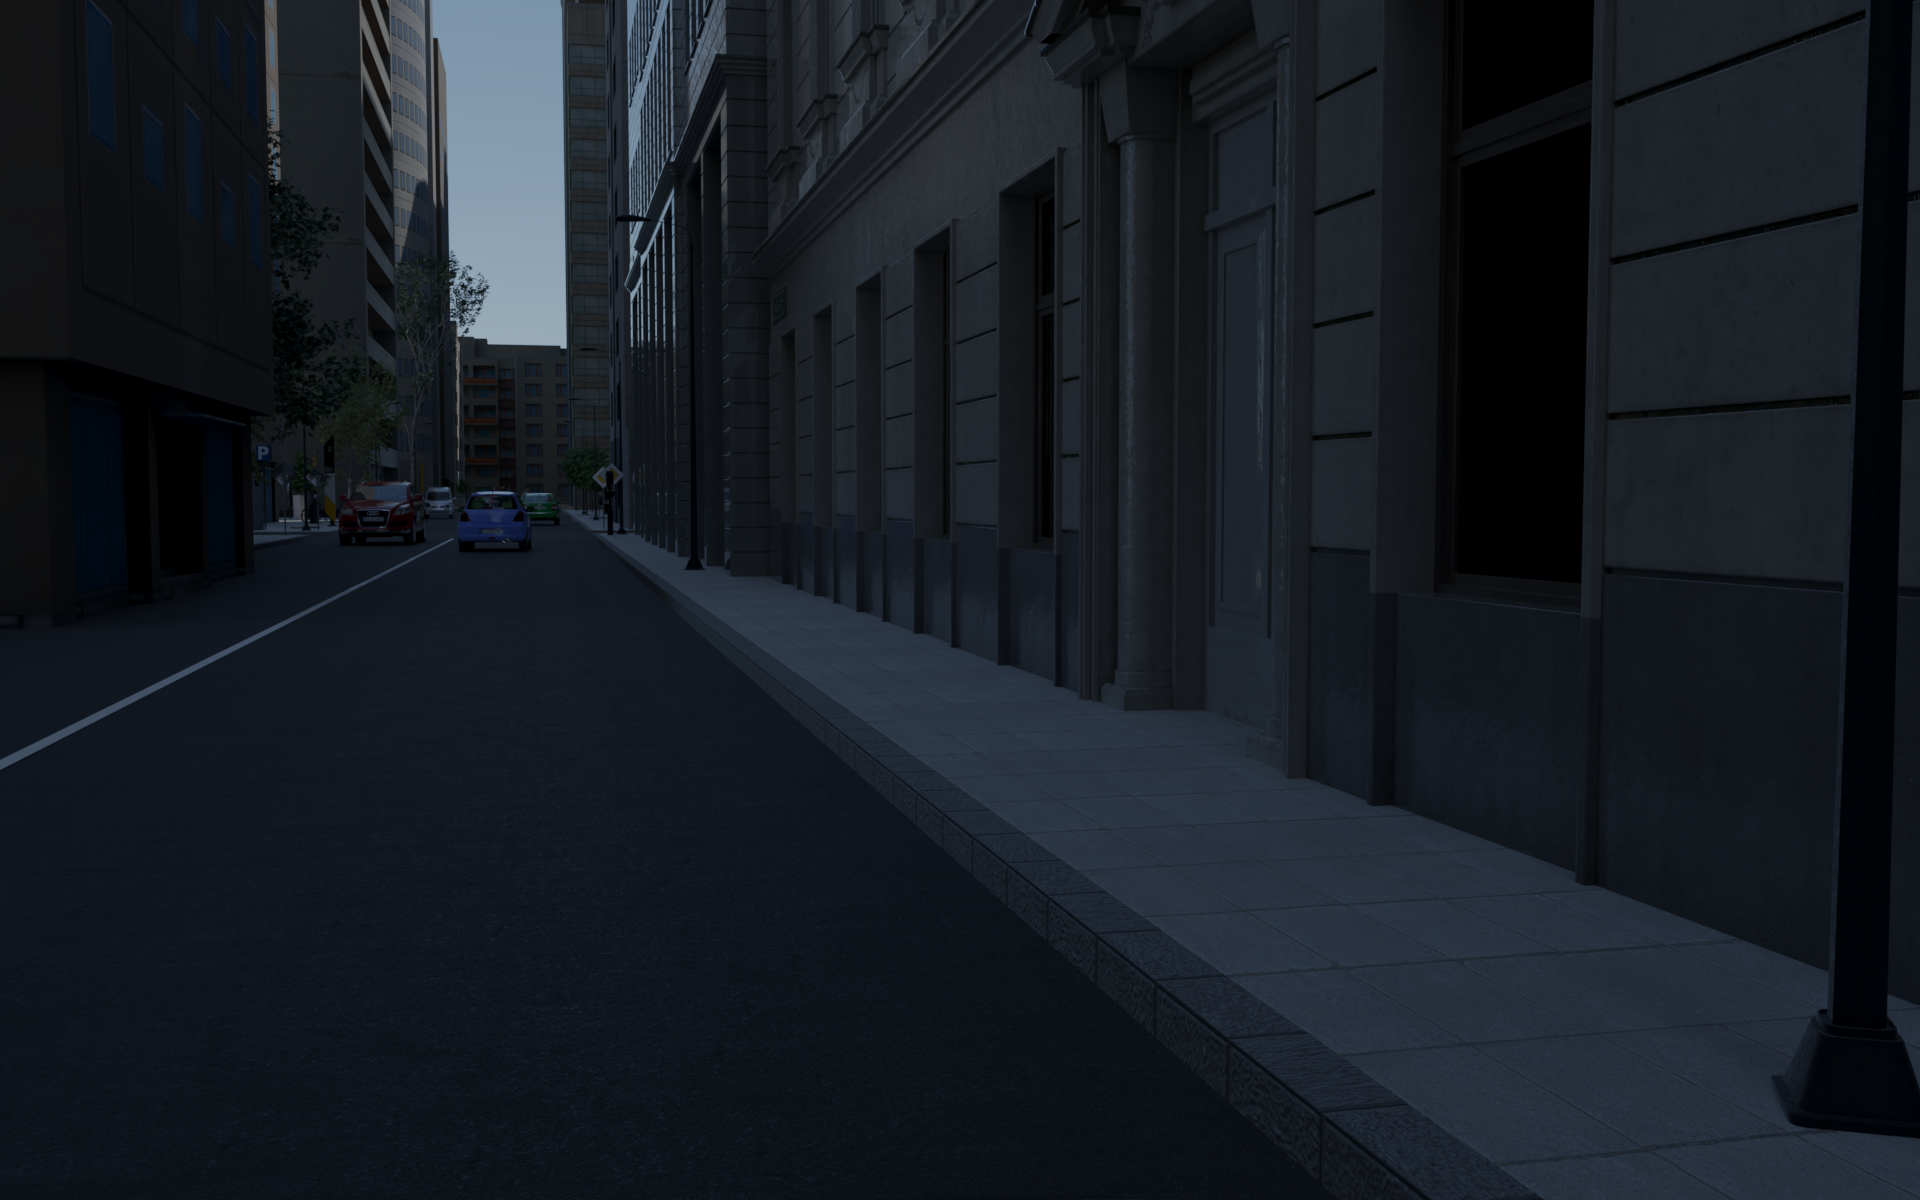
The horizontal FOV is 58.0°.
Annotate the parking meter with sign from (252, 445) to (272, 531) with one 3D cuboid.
[{"bbox_3d":[-24.975,-3.966,61.100,0.543,3.016,1.738,0,4,8],"label":"parking meter with sign"}]

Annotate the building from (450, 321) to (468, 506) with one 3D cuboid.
[{"bbox_3d":[-70.301,-21.155,190.926,28.899,21.520,27.650,-1,4,-14],"label":"building"}]

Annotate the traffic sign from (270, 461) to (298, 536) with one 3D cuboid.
[{"bbox_3d":[-20.597,-3.008,52.826,0.795,2.450,0.064,-1,4,-14],"label":"traffic sign"}]

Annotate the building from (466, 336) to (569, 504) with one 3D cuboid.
[{"bbox_3d":[-63.865,-23.403,227.672,28.899,21.520,27.650,-1,4,-14],"label":"building"}]

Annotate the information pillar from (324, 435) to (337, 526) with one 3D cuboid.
[{"bbox_3d":[-25.084,-4.746,68.952,0.504,3.616,0.183,2,4,25],"label":"information pillar"}]

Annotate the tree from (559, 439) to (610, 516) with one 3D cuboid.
[{"bbox_3d":[-22.442,-7.372,104.242,4.285,4.588,4.351,0,3,0],"label":"tree"}]

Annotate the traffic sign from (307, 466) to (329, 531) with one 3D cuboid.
[{"bbox_3d":[-22.469,-3.483,60.589,0.795,2.450,0.064,-1,4,-14],"label":"traffic sign"}]

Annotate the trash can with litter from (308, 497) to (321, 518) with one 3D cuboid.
[{"bbox_3d":[-34.752,-4.971,92.670,1.055,1.170,0.624,1,4,18],"label":"trash can with litter"}]

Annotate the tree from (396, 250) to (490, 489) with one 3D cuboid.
[{"bbox_3d":[-40.440,-16.400,124.027,12.611,20.169,13.585,0,3,0],"label":"tree"}]

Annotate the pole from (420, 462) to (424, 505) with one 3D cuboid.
[{"bbox_3d":[-34.747,-7.215,111.814,0.158,3.312,0.155,0,3,0],"label":"pole"}]

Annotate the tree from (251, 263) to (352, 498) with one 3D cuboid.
[{"bbox_3d":[-20.415,-6.052,49.319,4.737,8.622,4.395,0,3,0],"label":"tree"}]

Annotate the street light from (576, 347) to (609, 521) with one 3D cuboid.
[{"bbox_3d":[-11.324,-5.042,54.985,1.470,5.913,1.316,-1,4,-14],"label":"street light"}]

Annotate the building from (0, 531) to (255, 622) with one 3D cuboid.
[{"bbox_3d":[-17.625,-22.749,22.062,14.600,45.320,14.200,-1,4,-14],"label":"building"}]

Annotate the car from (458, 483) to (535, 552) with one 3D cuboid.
[{"bbox_3d":[-11.883,-2.126,44.356,1.945,1.707,3.694,-1,4,-12],"label":"car"}]

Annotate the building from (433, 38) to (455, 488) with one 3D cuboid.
[{"bbox_3d":[-56.550,-31.574,166.350,14.600,45.320,14.200,-1,4,-14],"label":"building"}]

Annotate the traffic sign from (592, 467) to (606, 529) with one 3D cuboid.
[{"bbox_3d":[-12.942,-3.622,62.857,0.795,2.450,0.064,-1,4,-14],"label":"traffic sign"}]

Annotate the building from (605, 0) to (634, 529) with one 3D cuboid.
[{"bbox_3d":[-4.383,-38.827,73.069,20.611,71.187,20.563,-1,4,-14],"label":"building"}]

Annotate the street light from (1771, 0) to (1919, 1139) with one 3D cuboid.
[{"bbox_3d":[1.333,-1.882,3.306,1.470,5.913,1.316,-1,4,-14],"label":"street light"}]

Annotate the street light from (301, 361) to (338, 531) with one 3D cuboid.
[{"bbox_3d":[-22.304,-5.376,60.445,1.470,5.913,1.316,-1,4,-14],"label":"street light"}]

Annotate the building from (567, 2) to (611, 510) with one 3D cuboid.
[{"bbox_3d":[-26.575,-28.516,149.825,14.154,41.232,14.086,-1,4,-14],"label":"building"}]

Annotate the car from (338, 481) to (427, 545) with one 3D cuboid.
[{"bbox_3d":[-16.714,-2.544,50.274,2.281,1.827,5.304,-1,4,-12],"label":"car"}]

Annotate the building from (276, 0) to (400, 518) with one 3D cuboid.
[{"bbox_3d":[-45.382,-29.246,101.879,21.300,48.544,21.600,-1,4,-14],"label":"building"}]

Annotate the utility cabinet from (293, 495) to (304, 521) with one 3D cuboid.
[{"bbox_3d":[-32.154,-4.476,84.337,0.306,1.237,1.020,-3,4,-38],"label":"utility cabinet"}]

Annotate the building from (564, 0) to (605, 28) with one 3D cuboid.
[{"bbox_3d":[-23.998,-35.608,171.436,28.713,52.752,27.495,-1,4,-14],"label":"building"}]

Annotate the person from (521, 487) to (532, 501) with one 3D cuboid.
[{"bbox_3d":[-23.860,-5.331,95.512,0.661,1.843,0.795,-2,4,-26],"label":"person"}]

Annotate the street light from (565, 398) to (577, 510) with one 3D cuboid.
[{"bbox_3d":[-18.214,-6.808,83.845,1.470,5.913,1.316,-1,4,-14],"label":"street light"}]

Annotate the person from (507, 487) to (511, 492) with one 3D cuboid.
[{"bbox_3d":[-26.926,-5.814,103.336,0.755,1.850,0.659,0,4,-3],"label":"person"}]

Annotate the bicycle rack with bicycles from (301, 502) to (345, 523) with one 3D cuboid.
[{"bbox_3d":[-28.578,-3.990,78.624,2.925,0.926,2.852,-2,4,-30],"label":"bicycle rack with bicycles"}]

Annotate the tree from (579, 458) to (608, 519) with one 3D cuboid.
[{"bbox_3d":[-18.941,-5.895,90.986,1.663,3.219,1.824,0,3,0],"label":"tree"}]

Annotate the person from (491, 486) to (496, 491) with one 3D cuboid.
[{"bbox_3d":[-22.284,-4.545,82.827,0.388,1.821,0.555,3,4,38],"label":"person"}]

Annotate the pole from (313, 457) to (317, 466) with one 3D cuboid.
[{"bbox_3d":[-35.056,-6.137,94.189,0.158,3.312,0.155,0,3,0],"label":"pole"}]

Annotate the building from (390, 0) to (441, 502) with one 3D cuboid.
[{"bbox_3d":[-55.354,-36.819,143.981,21.231,58.520,28.212,-1,4,-14],"label":"building"}]

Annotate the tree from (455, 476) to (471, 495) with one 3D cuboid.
[{"bbox_3d":[-51.648,-11.339,179.986,1.663,3.219,1.824,0,3,0],"label":"tree"}]

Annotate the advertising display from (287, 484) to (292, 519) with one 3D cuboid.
[{"bbox_3d":[-34.940,-5.203,90.285,0.123,1.923,0.974,-2,4,-28],"label":"advertising display"}]

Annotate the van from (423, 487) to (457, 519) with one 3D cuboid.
[{"bbox_3d":[-30.544,-5.781,101.523,2.013,2.044,4.112,-1,4,-15],"label":"van"}]

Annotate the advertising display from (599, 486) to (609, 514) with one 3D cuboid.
[{"bbox_3d":[-22.274,-6.343,108.915,0.974,1.923,0.123,-1,4,-15],"label":"advertising display"}]

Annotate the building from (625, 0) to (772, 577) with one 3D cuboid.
[{"bbox_3d":[-1.777,-16.147,41.503,11.434,29.767,29.804,-1,4,-14],"label":"building"}]

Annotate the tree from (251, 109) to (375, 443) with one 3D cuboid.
[{"bbox_3d":[-18.348,-7.453,38.863,9.611,12.733,9.660,0,3,0],"label":"tree"}]

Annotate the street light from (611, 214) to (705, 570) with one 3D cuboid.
[{"bbox_3d":[-5.027,-3.455,29.038,1.470,5.913,1.316,-1,4,-14],"label":"street light"}]

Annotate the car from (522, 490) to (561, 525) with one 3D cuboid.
[{"bbox_3d":[-19.562,-4.394,80.640,1.959,1.807,4.718,-1,4,-13],"label":"car"}]

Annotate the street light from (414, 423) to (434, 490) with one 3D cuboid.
[{"bbox_3d":[-34.822,-8.562,112.524,1.470,5.913,1.316,-1,4,-14],"label":"street light"}]

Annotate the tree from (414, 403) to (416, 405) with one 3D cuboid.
[{"bbox_3d":[-30.693,-8.571,90.493,4.737,8.622,4.395,0,3,0],"label":"tree"}]

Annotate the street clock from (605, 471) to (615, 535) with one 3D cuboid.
[{"bbox_3d":[-10.911,-3.023,54.002,0.358,2.002,0.471,-1,4,-10],"label":"street clock"}]

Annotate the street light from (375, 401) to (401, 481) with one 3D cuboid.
[{"bbox_3d":[-28.676,-6.983,86.716,1.470,5.913,1.316,-1,4,-14],"label":"street light"}]

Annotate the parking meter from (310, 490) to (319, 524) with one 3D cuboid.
[{"bbox_3d":[-27.874,-4.059,74.779,0.372,1.533,0.369,0,3,0],"label":"parking meter"}]

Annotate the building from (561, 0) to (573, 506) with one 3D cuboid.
[{"bbox_3d":[-34.324,-40.103,197.677,21.231,58.520,28.212,-1,4,-14],"label":"building"}]

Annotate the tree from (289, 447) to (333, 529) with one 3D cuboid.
[{"bbox_3d":[-24.500,-4.284,64.651,1.663,3.219,1.824,0,3,0],"label":"tree"}]

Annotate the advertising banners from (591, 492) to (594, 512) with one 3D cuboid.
[{"bbox_3d":[-25.870,-7.676,121.683,0.090,3.025,2.074,-1,4,-16],"label":"advertising banners"}]

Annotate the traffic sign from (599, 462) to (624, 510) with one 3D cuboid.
[{"bbox_3d":[-11.070,-3.147,55.094,0.795,2.450,0.064,-1,4,-14],"label":"traffic sign"}]

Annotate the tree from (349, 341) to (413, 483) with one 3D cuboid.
[{"bbox_3d":[-29.345,-8.076,82.400,4.737,8.622,4.395,0,3,0],"label":"tree"}]

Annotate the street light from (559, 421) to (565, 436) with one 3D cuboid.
[{"bbox_3d":[-24.395,-8.384,109.620,1.470,5.913,1.316,-1,4,-14],"label":"street light"}]

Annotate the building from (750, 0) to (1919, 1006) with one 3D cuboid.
[{"bbox_3d":[9.813,-14.062,6.330,17.030,29.872,44.131,-1,4,-14],"label":"building"}]

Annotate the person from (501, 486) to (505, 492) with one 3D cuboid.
[{"bbox_3d":[-20.424,-4.198,77.551,0.576,1.772,0.534,-2,4,-28],"label":"person"}]
